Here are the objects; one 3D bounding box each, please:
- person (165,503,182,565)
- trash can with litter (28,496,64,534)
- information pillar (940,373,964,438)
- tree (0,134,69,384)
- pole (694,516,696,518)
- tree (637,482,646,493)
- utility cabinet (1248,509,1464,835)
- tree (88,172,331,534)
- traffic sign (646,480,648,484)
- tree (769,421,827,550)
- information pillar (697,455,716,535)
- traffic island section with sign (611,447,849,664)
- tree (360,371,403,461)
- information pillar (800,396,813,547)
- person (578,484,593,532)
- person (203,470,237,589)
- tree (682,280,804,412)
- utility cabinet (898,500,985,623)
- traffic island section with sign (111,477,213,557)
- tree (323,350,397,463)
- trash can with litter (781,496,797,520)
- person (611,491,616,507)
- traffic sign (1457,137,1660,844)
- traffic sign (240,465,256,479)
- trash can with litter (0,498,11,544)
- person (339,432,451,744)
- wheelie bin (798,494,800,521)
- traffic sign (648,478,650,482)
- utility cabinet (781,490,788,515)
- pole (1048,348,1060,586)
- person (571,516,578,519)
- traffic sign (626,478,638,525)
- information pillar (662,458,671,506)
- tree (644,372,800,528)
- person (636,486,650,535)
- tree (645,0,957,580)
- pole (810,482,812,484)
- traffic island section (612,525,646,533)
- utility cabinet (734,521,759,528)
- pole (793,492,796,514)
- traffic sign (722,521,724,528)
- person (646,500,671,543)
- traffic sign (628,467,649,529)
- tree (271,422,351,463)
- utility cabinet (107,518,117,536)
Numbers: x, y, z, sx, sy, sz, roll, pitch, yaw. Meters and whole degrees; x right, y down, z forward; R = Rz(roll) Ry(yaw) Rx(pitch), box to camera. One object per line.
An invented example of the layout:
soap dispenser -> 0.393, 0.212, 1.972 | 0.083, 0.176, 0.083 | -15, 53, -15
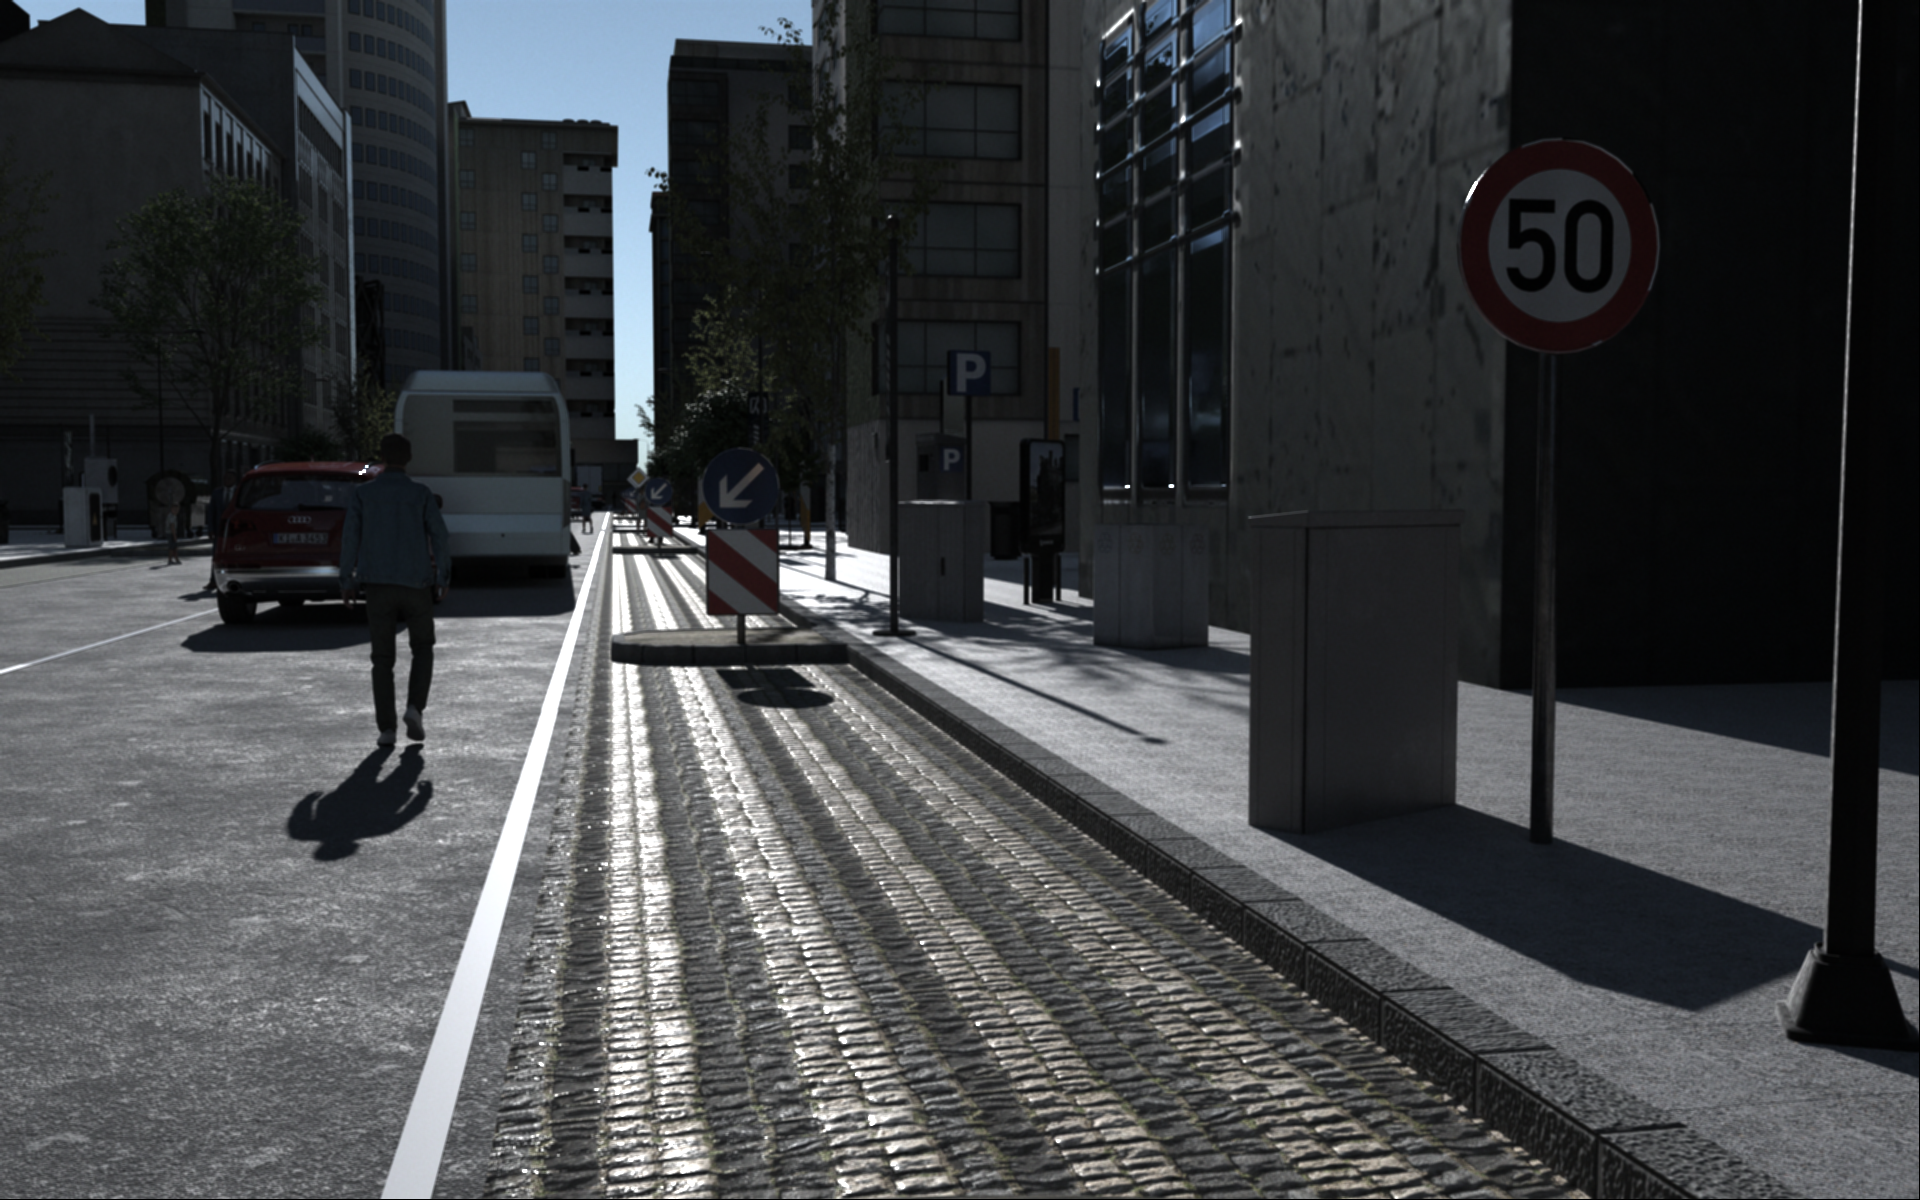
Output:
person -> -15.996, -1.348, 35.224 | 0.352, 1.250, 0.332 | 1, 4, 11
trash can with litter -> -28.758, -2.723, 55.576 | 1.678, 1.210, 2.233 | -3, 5, -44
information pillar -> -0.124, -2.341, 29.632 | 0.504, 3.616, 0.183 | -3, 5, -41
tree -> -20.207, -5.191, 35.243 | 4.737, 8.622, 4.395 | 0, 3, 0
pole -> -13.281, -5.701, 87.051 | 0.158, 3.312, 0.155 | 0, 3, 0
tree -> -34.704, -11.879, 188.829 | 1.663, 3.219, 1.824 | 0, 3, 0
utility cabinet -> 1.582, 0.260, 6.914 | 1.020, 1.237, 0.306 | -3, 5, -41
tree -> -24.004, -7.951, 55.758 | 9.928, 11.665, 9.643 | 0, 3, 0
traffic sign -> -24.424, -8.368, 136.927 | 0.768, 2.556, 0.104 | 0, 4, -7
tree -> -3.823, -2.784, 40.122 | 1.663, 3.219, 1.824 | 0, 3, 0
information pillar -> -8.095, -3.889, 54.947 | 0.504, 3.616, 0.183 | -1, 4, -18
traffic island section with sign -> -2.113, -0.419, 15.472 | 1.989, 1.847, 2.006 | -1, 4, -11
tree -> -34.326, -9.399, 104.034 | 4.737, 8.622, 4.395 | 0, 3, 0
information pillar -> -3.738, -3.087, 41.822 | 0.183, 3.616, 0.504 | -2, 4, -26
person -> -13.963, -3.436, 64.695 | 0.581, 1.822, 0.654 | -2, 4, -34
person -> -11.167, -1.082, 26.378 | 0.721, 1.800, 0.419 | -2, 4, -23
tree -> -7.711, -6.732, 60.429 | 4.360, 8.622, 3.978 | 0, 3, 0
utility cabinet -> -0.204, -0.398, 17.670 | 0.306, 1.237, 1.020 | -3, 5, -42
traffic island section with sign -> -18.404, -1.931, 40.208 | 1.989, 1.847, 2.006 | -1, 4, -11
tree -> -30.547, -8.444, 88.425 | 4.360, 8.622, 3.978 | 0, 3, 0
trash can with litter -> -8.450, -4.554, 85.848 | 0.624, 1.170, 1.055 | 1, 4, 9
person -> -38.418, -11.175, 192.029 | 0.721, 1.723, 1.217 | 1, 4, 12
traffic sign -> 2.142, -0.379, 6.303 | 0.768, 2.556, 0.104 | 0, 4, -8
traffic sign -> -25.259, -3.639, 61.628 | 0.606, 2.300, 0.079 | -1, 4, -11
trash can with litter -> -24.944, -2.026, 44.509 | 1.055, 1.170, 0.624 | 1, 4, 20
person -> -3.217, -0.064, 9.888 | 0.601, 1.785, 0.444 | -1, 4, -14
wheelie bin -> -7.222, -4.550, 82.295 | 0.693, 1.594, 0.980 | 3, 5, 44
traffic sign -> -22.269, -7.681, 125.689 | 0.768, 2.556, 0.104 | 0, 4, -2
utility cabinet -> -10.597, -5.913, 105.358 | 0.318, 1.500, 1.173 | 0, 4, 5
pole -> 1.311, -1.860, 24.249 | 0.158, 3.312, 0.155 | 0, 3, 0
person -> -22.168, -5.574, 99.842 | 0.606, 1.804, 0.583 | -3, 5, -40
traffic sign -> -13.499, -4.194, 72.215 | 0.795, 2.450, 0.064 | -1, 4, -11
information pillar -> -16.511, -6.489, 97.448 | 0.504, 3.616, 0.183 | 1, 4, 10
tree -> -6.265, -3.867, 46.935 | 4.285, 4.588, 4.351 | 0, 3, 0
person -> -10.935, -3.071, 59.716 | 0.512, 1.701, 0.522 | -1, 4, -11
tree -> -2.152, -4.606, 25.667 | 4.737, 8.622, 4.395 | 0, 3, 0
pole -> -7.616, -5.789, 88.498 | 0.158, 3.312, 0.155 | 0, 3, 0
traffic island section -> -11.912, -2.580, 64.466 | 2.009, 0.180, 2.903 | -1, 4, -11
utility cabinet -> -6.746, -2.810, 54.626 | 0.318, 1.500, 1.173 | -3, 4, -36
pole -> -10.502, -7.088, 109.735 | 0.158, 3.312, 0.155 | 0, 3, 0
traffic sign -> -7.360, -3.278, 53.705 | 0.768, 2.556, 0.104 | 0, 4, -3
person -> -8.718, -2.529, 50.039 | 0.721, 1.800, 0.419 | 0, 4, 6
traffic sign -> -11.933, -3.715, 64.385 | 0.795, 2.450, 0.064 | -1, 4, -11
tree -> -29.469, -5.806, 78.635 | 4.285, 4.588, 4.351 | 0, 3, 0
utility cabinet -> -26.164, -2.670, 52.327 | 1.173, 1.500, 0.318 | -1, 4, -19
